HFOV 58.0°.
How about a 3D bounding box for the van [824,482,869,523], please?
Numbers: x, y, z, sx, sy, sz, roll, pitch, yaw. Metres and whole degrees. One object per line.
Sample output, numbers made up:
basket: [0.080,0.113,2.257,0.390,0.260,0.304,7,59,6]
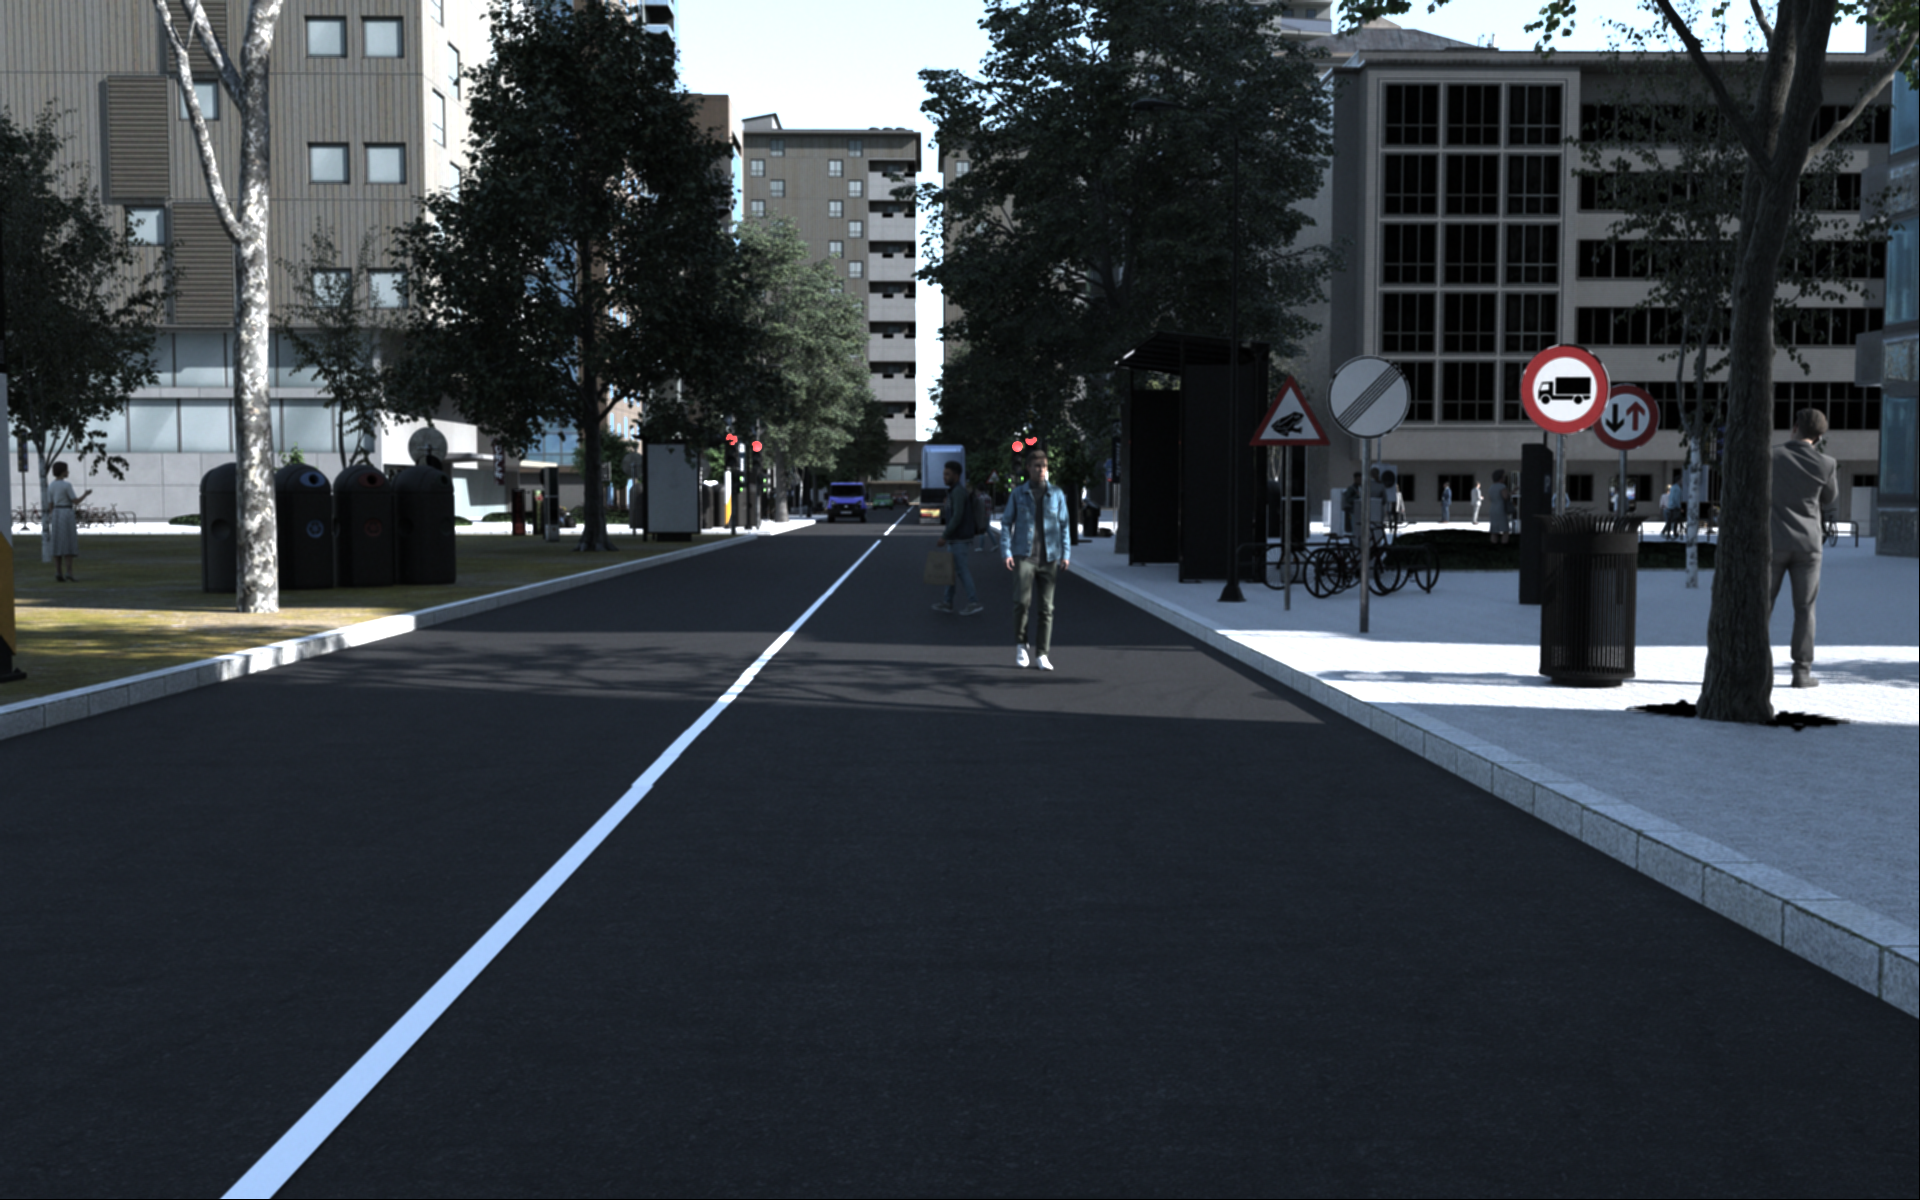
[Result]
van: [-5.710,-5.099,87.750,2.240,2.365,5.245,0,4,-2]

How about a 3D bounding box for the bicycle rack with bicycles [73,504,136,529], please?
bicycle rack with bicycles: [-32.237,-3.120,64.398,2.852,0.926,2.925,3,4,36]

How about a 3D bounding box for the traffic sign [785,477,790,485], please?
traffic sign: [-12.704,-7.717,126.284,0.768,2.556,0.104,0,4,7]

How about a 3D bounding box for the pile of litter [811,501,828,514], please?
pile of litter: [-8.807,-5.843,109.497,1.719,0.858,1.176,0,4,0]

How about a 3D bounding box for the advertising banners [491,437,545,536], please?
advertising banners: [-13.660,-3.515,53.658,0.090,3.025,2.074,3,5,40]

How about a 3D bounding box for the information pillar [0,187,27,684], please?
information pillar: [-6.587,-1.244,11.694,0.183,3.616,0.504,0,4,0]

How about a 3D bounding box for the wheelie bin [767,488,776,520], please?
wheelie bin: [-9.029,-4.718,85.047,0.980,1.594,0.693,3,4,38]

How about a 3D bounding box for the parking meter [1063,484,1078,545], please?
parking meter: [2.779,-2.143,43.448,0.372,1.533,0.369,0,3,0]

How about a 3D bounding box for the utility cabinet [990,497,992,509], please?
utility cabinet: [2.448,-7.028,123.578,1.173,1.500,0.318,-1,4,-17]

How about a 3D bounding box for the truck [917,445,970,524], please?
truck: [-0.819,-6.072,89.044,2.967,4.110,18.799,0,4,-1]

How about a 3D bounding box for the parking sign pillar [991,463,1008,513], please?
parking sign pillar: [2.828,-7.872,117.176,1.447,3.967,1.447,2,4,25]

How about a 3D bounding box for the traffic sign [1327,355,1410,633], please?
traffic sign: [3.751,-0.972,15.996,0.768,2.556,0.104,0,4,-1]

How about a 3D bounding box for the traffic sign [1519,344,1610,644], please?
traffic sign: [5.137,-0.900,14.813,0.768,2.556,0.104,0,4,0]

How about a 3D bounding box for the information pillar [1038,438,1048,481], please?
information pillar: [2.980,-4.339,62.297,0.183,3.616,0.504,-2,4,-33]

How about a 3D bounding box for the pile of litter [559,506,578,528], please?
pile of litter: [-15.095,-3.111,64.825,1.719,0.858,1.176,-2,4,-26]

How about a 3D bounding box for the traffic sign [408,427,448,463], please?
traffic sign: [-10.148,-2.014,33.036,0.768,2.556,0.104,0,4,4]

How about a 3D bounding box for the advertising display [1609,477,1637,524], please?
advertising display: [25.346,-3.734,66.272,0.974,1.923,0.123,2,4,29]

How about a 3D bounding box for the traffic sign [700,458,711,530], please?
traffic sign: [-9.262,-3.771,61.759,0.768,2.556,0.104,0,4,6]

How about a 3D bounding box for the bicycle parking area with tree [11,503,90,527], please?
bicycle parking area with tree: [-39.720,-5.031,69.253,9.016,4.147,8.231,1,4,17]

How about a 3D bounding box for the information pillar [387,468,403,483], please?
information pillar: [-16.084,-2.745,49.378,0.304,2.012,0.304,1,4,18]

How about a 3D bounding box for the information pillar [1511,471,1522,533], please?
information pillar: [17.910,-3.126,55.599,0.304,2.012,0.304,-2,4,-34]

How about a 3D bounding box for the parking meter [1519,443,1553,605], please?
parking meter: [6.724,-0.887,20.211,0.255,1.863,0.399,3,4,38]

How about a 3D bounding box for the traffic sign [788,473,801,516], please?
traffic sign: [-9.887,-6.317,103.382,0.768,2.556,0.104,0,4,7]

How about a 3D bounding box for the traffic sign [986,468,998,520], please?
traffic sign: [1.726,-5.333,87.198,0.884,2.594,0.081,0,4,-1]

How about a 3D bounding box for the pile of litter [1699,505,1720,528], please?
pile of litter: [28.713,-3.211,66.458,1.719,0.858,1.176,0,4,-3]

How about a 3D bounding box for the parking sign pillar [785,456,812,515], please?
parking sign pillar: [-9.815,-7.225,106.597,1.447,3.967,1.447,3,5,41]

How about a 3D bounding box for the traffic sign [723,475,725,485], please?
traffic sign: [-12.536,-5.612,93.893,0.606,2.300,0.079,0,4,1]

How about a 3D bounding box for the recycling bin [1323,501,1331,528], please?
recycling bin: [14.428,-3.314,66.746,0.722,1.027,0.722,0,4,-6]

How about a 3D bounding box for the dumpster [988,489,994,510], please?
dumpster: [2.720,-7.184,119.946,1.502,2.255,1.985,0,4,-1]

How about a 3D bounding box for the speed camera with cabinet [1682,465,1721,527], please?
speed camera with cabinet: [22.456,-3.474,51.141,2.038,3.252,0.660,2,4,29]

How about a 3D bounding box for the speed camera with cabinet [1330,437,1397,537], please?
speed camera with cabinet: [12.209,-3.548,52.344,2.038,3.252,0.660,-2,4,-23]

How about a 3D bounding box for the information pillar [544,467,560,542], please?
information pillar: [-10.959,-2.570,46.510,0.304,2.012,0.304,-2,4,-33]

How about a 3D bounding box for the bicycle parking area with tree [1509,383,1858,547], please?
bicycle parking area with tree: [18.229,-3.531,44.730,8.231,4.147,9.016,1,4,14]

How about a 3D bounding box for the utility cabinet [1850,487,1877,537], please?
utility cabinet: [27.227,-2.653,52.055,0.318,1.500,1.173,0,4,1]

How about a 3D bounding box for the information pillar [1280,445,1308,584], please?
information pillar: [4.794,-1.246,24.868,0.304,2.012,0.304,0,4,-6]

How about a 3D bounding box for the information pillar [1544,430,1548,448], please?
information pillar: [18.755,-3.924,55.505,0.183,3.616,0.504,2,4,25]

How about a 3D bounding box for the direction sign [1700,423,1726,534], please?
direction sign: [24.087,-3.880,55.439,0.379,3.537,0.876,-3,5,-40]

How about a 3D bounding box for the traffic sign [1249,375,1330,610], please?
traffic sign: [3.613,-1.165,19.054,0.884,2.594,0.081,0,4,1]

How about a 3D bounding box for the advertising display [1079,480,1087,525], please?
advertising display: [5.184,-4.158,73.192,0.123,1.923,0.974,1,4,16]

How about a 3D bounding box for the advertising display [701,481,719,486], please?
advertising display: [-12.694,-5.066,88.048,0.974,1.923,0.123,-3,4,-36]

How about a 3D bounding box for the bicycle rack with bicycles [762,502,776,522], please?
bicycle rack with bicycles: [-9.370,-4.084,80.154,2.852,0.926,2.925,1,4,16]

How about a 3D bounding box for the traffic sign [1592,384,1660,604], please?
traffic sign: [7.695,-1.224,20.120,0.768,2.556,0.104,0,4,7]

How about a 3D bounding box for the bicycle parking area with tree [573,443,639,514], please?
bicycle parking area with tree: [-17.830,-6.865,99.241,9.016,4.147,8.231,1,4,22]

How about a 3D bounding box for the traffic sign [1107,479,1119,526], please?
traffic sign: [6.374,-4.266,69.760,0.884,2.594,0.081,0,4,0]

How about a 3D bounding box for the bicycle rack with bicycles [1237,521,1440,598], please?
bicycle rack with bicycles: [5.085,-0.571,22.722,2.925,0.926,2.852,-2,4,-24]

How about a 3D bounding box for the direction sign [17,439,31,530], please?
direction sign: [-33.037,-4.227,61.103,0.876,3.537,0.379,3,5,43]

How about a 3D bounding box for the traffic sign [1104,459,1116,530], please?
traffic sign: [5.500,-3.765,61.656,0.768,2.556,0.104,1,4,9]

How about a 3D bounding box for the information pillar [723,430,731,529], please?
information pillar: [-8.554,-4.426,63.718,0.183,3.616,0.504,1,4,9]

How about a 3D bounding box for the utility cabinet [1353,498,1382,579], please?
utility cabinet: [6.268,-0.951,26.704,0.306,1.237,1.020,0,4,5]
